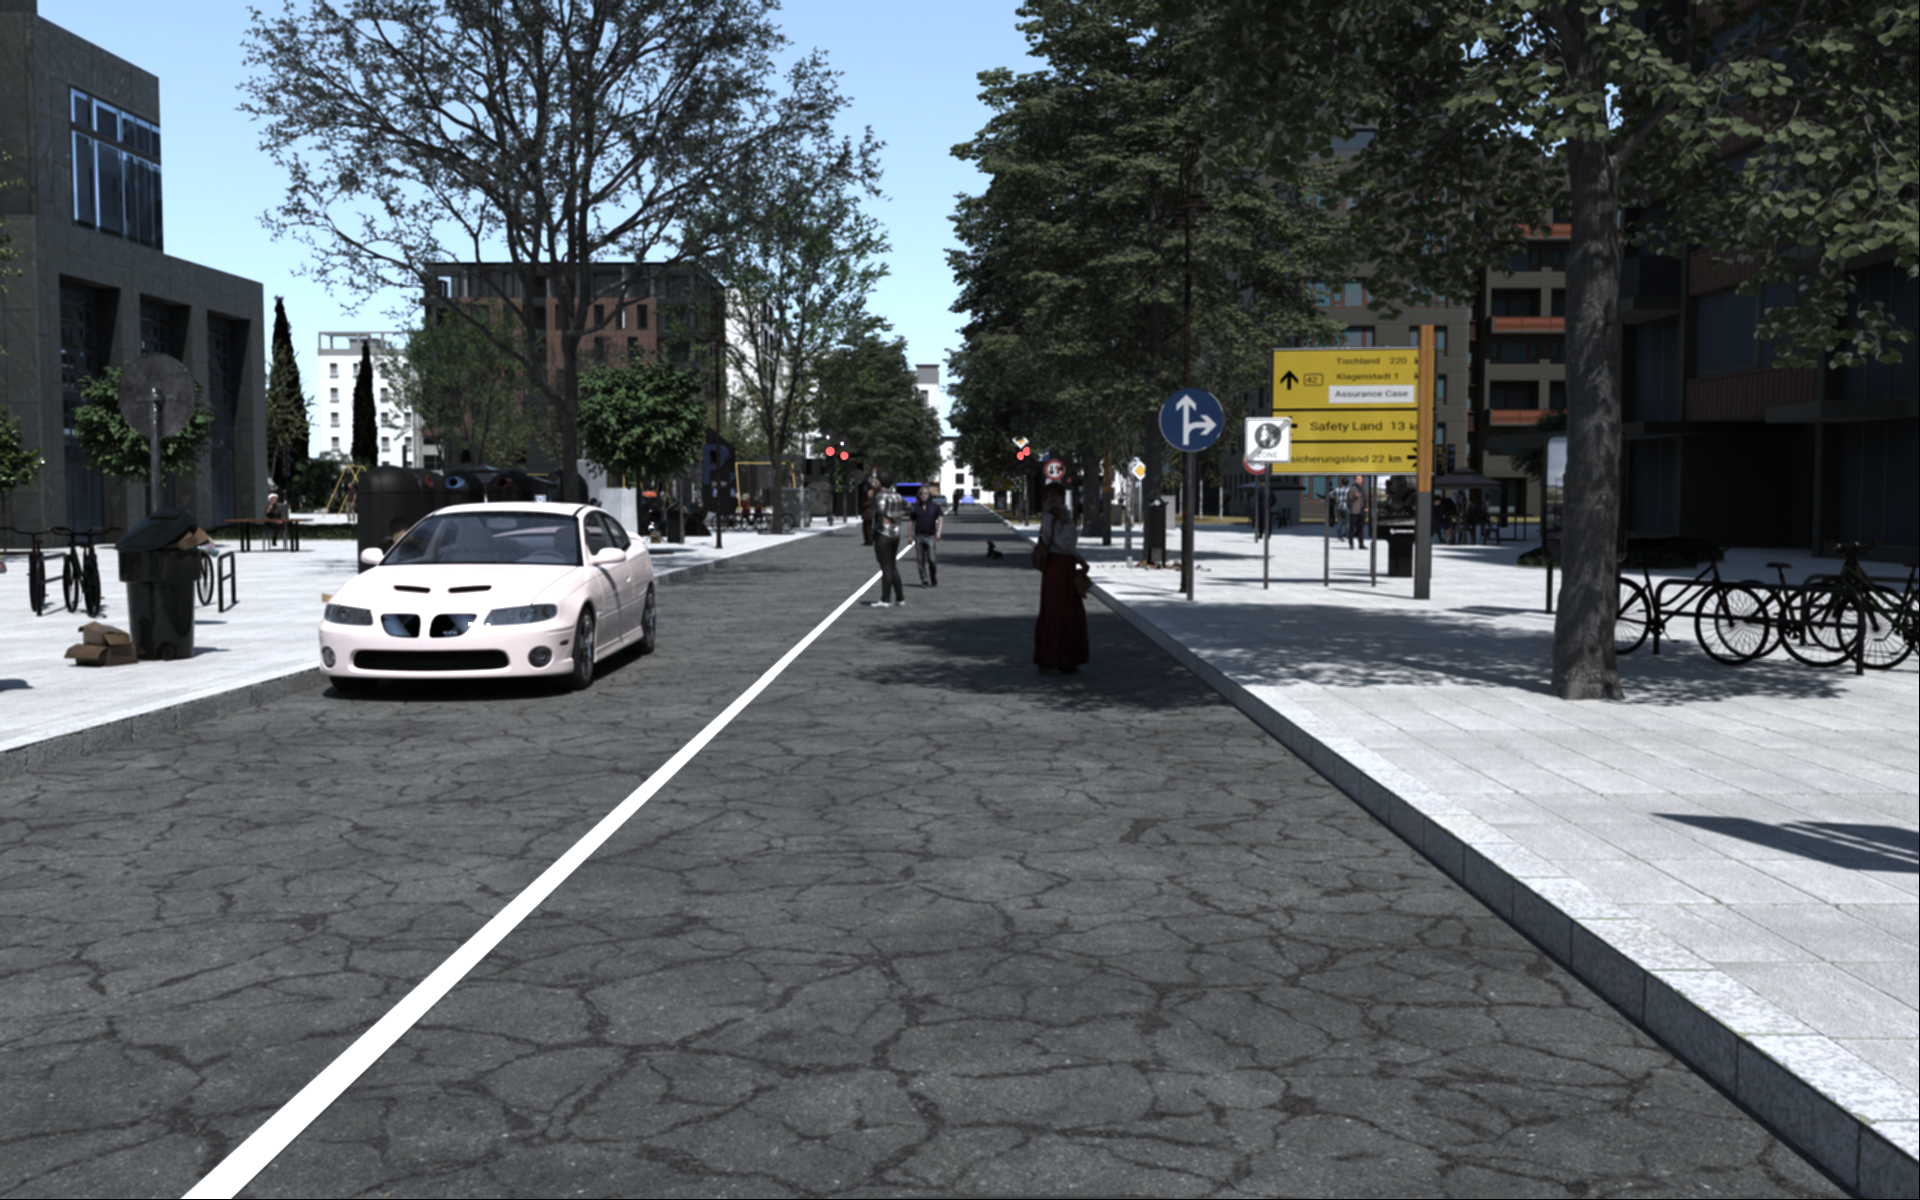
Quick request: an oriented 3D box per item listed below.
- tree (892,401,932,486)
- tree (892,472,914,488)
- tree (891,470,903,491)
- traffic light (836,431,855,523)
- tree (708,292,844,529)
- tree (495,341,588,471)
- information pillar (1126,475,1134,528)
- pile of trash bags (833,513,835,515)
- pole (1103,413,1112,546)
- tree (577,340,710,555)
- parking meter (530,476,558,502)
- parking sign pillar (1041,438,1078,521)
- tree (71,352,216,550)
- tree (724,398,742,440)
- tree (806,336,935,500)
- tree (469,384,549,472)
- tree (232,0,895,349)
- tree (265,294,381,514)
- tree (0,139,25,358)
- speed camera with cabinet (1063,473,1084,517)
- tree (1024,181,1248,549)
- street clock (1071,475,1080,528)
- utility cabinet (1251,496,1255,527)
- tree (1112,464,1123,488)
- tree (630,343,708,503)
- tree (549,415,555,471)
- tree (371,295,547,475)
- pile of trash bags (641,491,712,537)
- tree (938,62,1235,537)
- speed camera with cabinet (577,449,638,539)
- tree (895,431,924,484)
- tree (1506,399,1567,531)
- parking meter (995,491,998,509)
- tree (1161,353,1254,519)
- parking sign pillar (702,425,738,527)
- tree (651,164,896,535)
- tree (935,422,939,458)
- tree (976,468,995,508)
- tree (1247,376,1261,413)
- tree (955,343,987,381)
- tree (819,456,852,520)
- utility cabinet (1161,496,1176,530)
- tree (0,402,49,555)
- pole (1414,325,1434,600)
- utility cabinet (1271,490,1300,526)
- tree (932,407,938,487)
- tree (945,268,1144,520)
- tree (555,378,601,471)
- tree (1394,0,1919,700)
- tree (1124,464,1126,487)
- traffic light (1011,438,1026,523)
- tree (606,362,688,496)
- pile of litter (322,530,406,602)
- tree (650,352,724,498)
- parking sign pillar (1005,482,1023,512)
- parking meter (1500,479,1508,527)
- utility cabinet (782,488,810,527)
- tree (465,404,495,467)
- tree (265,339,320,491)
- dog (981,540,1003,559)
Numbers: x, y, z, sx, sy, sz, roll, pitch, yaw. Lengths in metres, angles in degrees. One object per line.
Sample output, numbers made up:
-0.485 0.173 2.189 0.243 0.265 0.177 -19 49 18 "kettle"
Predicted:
-6.165 -19.609 227.266 9.857 13.997 8.962 0 3 0 "tree"
-6.181 -12.790 192.828 4.285 4.588 4.351 0 3 0 "tree"
-6.274 -14.076 180.508 4.360 8.622 3.978 0 3 0 "tree"
-5.113 -5.398 77.184 0.839 4.253 0.868 0 4 0 "traffic light"
-5.981 -6.868 62.659 4.737 8.622 4.395 0 3 0 "tree"
-19.161 -8.098 82.761 4.360 8.622 3.978 0 3 0 "tree"
6.510 -3.785 66.377 0.304 2.012 0.304 1 4 12 "information pillar"
-8.419 -5.892 106.094 1.912 1.369 3.447 1 4 13 "pile of trash bags"
3.659 -3.010 43.059 0.158 3.312 0.155 0 3 0 "pole"
-6.856 -3.275 37.254 4.285 4.588 4.351 0 3 0 "tree"
-5.861 -0.981 24.447 0.372 1.533 0.369 0 3 0 "parking meter"
4.459 -5.560 79.377 1.447 3.967 1.447 -1 4 -9 "parking sign pillar"
-18.900 -3.449 40.104 4.285 4.588 4.351 0 3 0 "tree"
-18.514 -11.088 131.655 4.360 8.622 3.978 0 3 0 "tree"
-6.017 -12.693 124.538 9.611 12.733 9.660 0 3 0 "tree"
-29.555 -9.887 112.021 4.737 8.622 4.395 0 3 0 "tree"
-6.221 -7.126 26.875 12.009 13.543 11.850 0 3 0 "tree"
-47.680 -12.964 113.780 18.604 14.587 13.155 1 4 13 "tree"
-18.311 -4.887 30.272 4.737 8.622 4.395 0 3 0 "tree"
4.951 -5.035 76.654 2.038 3.252 0.660 1 4 13 "speed camera with cabinet"
3.813 -5.490 40.124 4.360 8.622 3.978 0 3 0 "tree"
4.407 -3.771 66.223 0.358 2.002 0.471 -1 4 -10 "street clock"
11.646 -3.462 67.757 0.306 1.237 1.020 1 4 23 "utility cabinet"
13.747 -12.021 146.899 4.737 8.622 4.395 0 3 0 "tree"
-13.750 -8.154 83.676 4.737 8.622 4.395 0 3 0 "tree"
-27.604 -10.484 121.771 4.737 8.622 4.395 0 3 0 "tree"
-25.587 -10.134 91.452 9.928 11.665 9.643 0 3 0 "tree"
-9.078 -2.672 53.434 1.912 1.369 3.447 -2 4 -32 "pile of trash bags"
3.985 -8.851 51.364 9.857 13.997 8.962 0 3 0 "tree"
-9.320 -3.140 45.670 2.038 3.252 0.660 3 5 43 "speed camera with cabinet"
-5.434 -12.731 158.507 4.737 8.622 4.395 0 3 0 "tree"
20.706 -4.643 59.619 4.285 4.588 4.351 0 3 0 "tree"
3.164 -8.509 147.533 0.372 1.533 0.369 0 3 0 "parking meter"
12.618 -8.470 88.848 4.737 8.622 4.395 0 3 0 "tree"
-9.397 -4.834 67.505 1.447 3.967 1.447 2 4 26 "parking sign pillar"
-5.814 -7.883 54.650 9.928 11.665 9.643 0 3 0 "tree"
3.918 -11.064 97.912 9.611 12.733 9.660 0 3 0 "tree"
3.430 -11.019 163.869 4.285 4.588 4.351 0 3 0 "tree"
12.212 -8.076 82.411 4.360 8.622 3.978 0 3 0 "tree"
5.940 -20.316 188.051 12.611 20.169 13.585 0 3 0 "tree"
-6.305 -5.651 86.994 1.663 3.219 1.824 0 3 0 "tree"
7.236 -3.131 62.360 1.020 1.237 0.306 0 4 -3 "utility cabinet"
-20.125 -2.573 36.667 1.663 3.219 1.824 0 3 0 "tree"
5.632 -1.662 21.022 0.158 3.312 0.155 0 3 0 "pole"
13.042 -3.720 69.500 1.173 1.500 0.318 1 4 19 "utility cabinet"
3.502 -12.589 112.488 9.857 13.997 8.962 0 3 0 "tree"
4.284 -10.295 85.329 9.611 12.733 9.660 0 3 0 "tree"
-22.356 -9.558 106.632 4.737 8.622 4.395 0 3 0 "tree"
3.651 -5.675 10.907 7.486 12.596 7.792 0 3 0 "tree"
12.166 -8.897 95.832 4.737 8.622 4.395 0 3 0 "tree"
2.689 -5.398 77.172 0.839 4.253 0.868 0 4 0 "traffic light"
-26.737 -13.993 145.797 9.611 12.733 9.660 0 3 0 "tree"
-6.826 -0.400 20.504 1.719 0.858 1.176 3 5 45 "pile of litter"
-14.988 -8.474 88.907 4.360 8.622 3.978 0 3 0 "tree"
4.401 -8.777 131.976 1.447 3.967 1.447 -2 4 -29 "parking sign pillar"
20.952 -3.731 66.716 0.255 1.863 0.399 1 4 10 "parking meter"
-6.326 -3.514 66.141 1.173 1.500 0.318 -1 4 -13 "utility cabinet"
-31.071 -10.197 117.087 4.360 8.622 3.978 0 3 0 "tree"
-32.983 -8.110 82.969 4.737 8.622 4.395 0 3 0 "tree"
0.693 -1.113 38.391 0.550 0.427 0.748 1 4 10 "dog"
